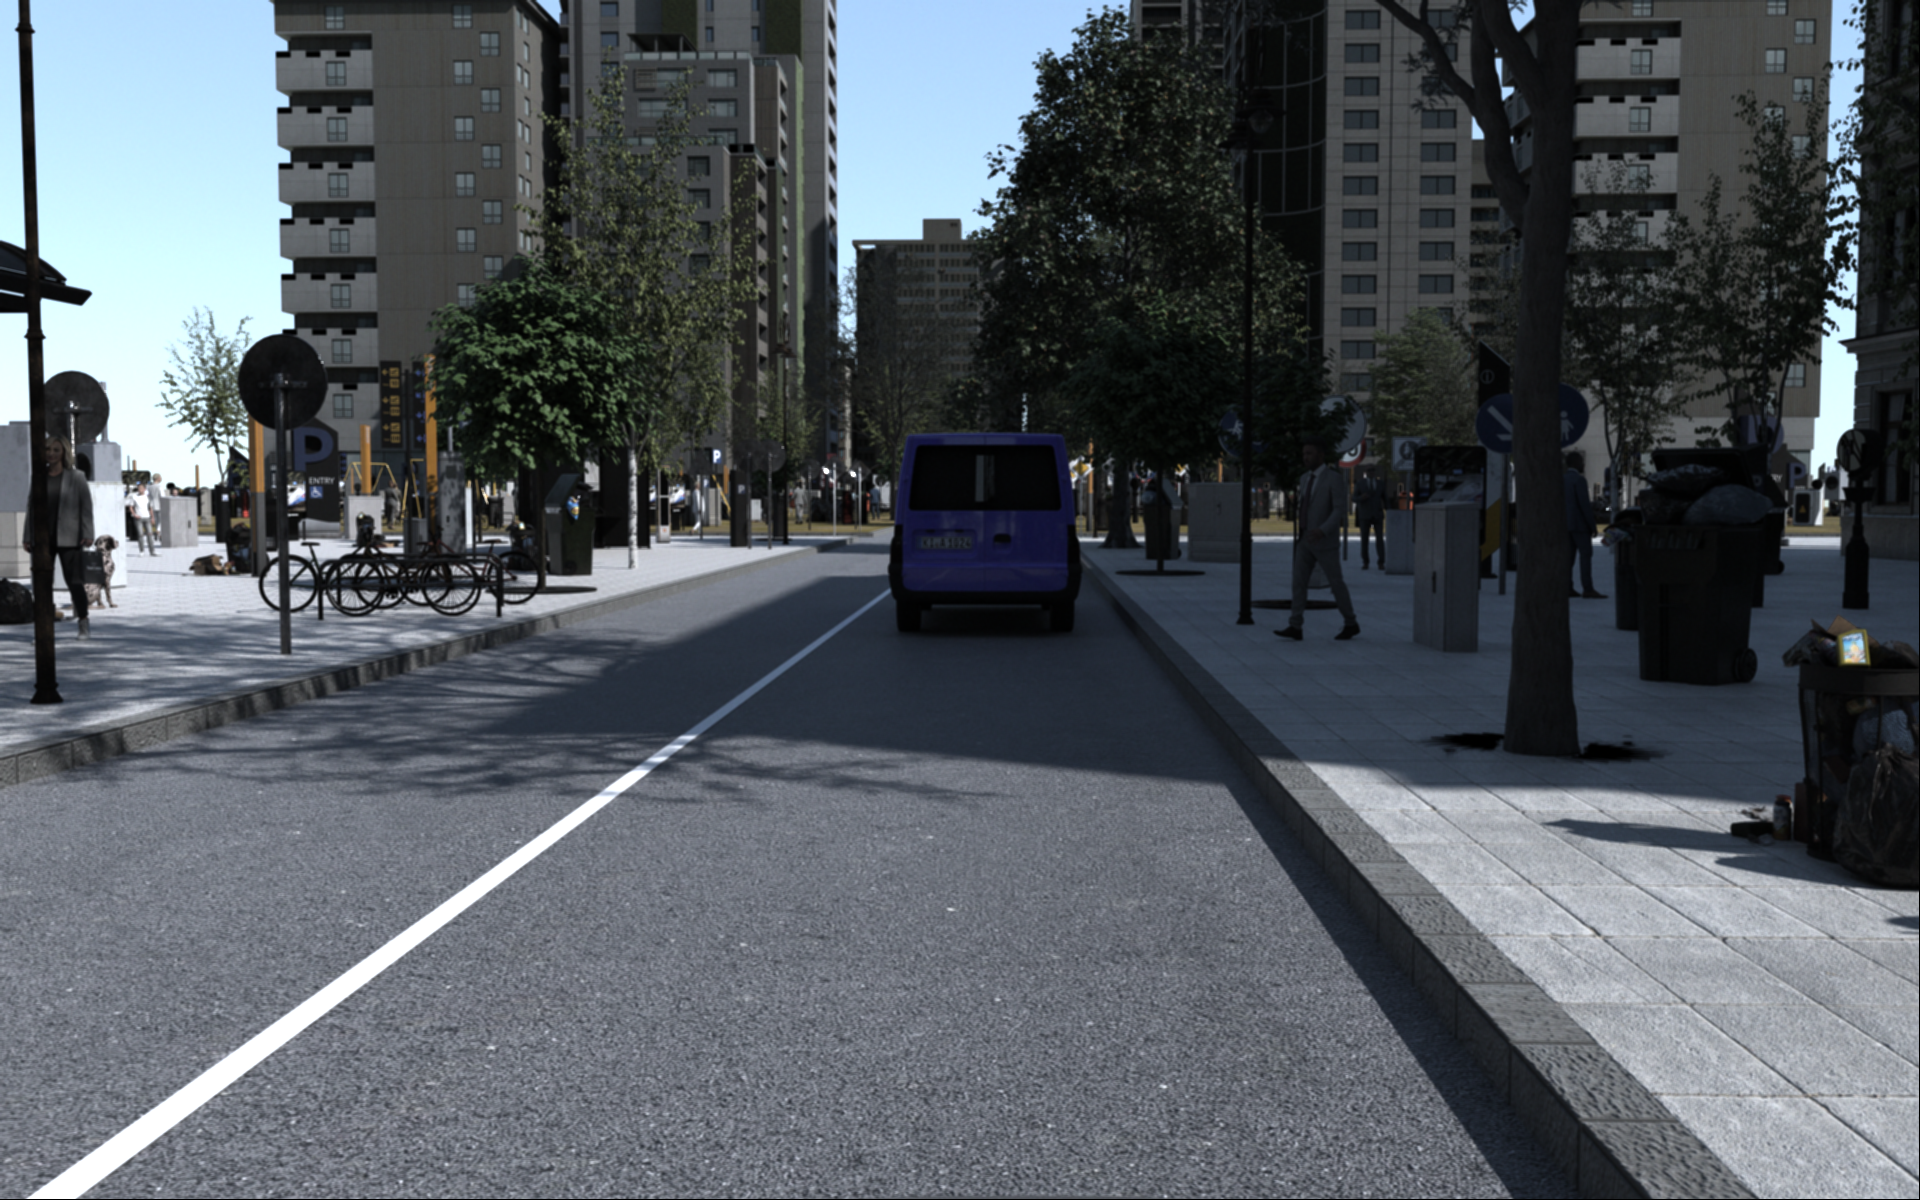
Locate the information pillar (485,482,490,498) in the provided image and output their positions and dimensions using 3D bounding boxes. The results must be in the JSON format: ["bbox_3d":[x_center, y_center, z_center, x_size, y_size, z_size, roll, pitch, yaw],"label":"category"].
[{"bbox_3d":[-34.169,-8.189,125.252,0.183,3.616,0.504,1,4,21],"label":"information pillar"}]

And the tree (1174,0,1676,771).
[{"bbox_3d":[2.816,-5.994,8.367,12.009,13.543,11.850,0,3,0],"label":"tree"}]

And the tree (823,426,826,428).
[{"bbox_3d":[-11.611,-10.443,121.100,4.360,8.622,3.978,0,3,0],"label":"tree"}]

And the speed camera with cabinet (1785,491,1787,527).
[{"bbox_3d":[30.632,-4.416,66.535,2.038,3.252,0.660,1,4,16],"label":"speed camera with cabinet"}]

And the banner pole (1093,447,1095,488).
[{"bbox_3d":[7.044,-6.228,91.839,0.401,3.779,0.863,3,4,38],"label":"banner pole"}]

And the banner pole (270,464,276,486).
[{"bbox_3d":[-49.654,-8.302,125.759,0.863,3.779,0.401,0,4,-3],"label":"banner pole"}]

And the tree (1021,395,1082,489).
[{"bbox_3d":[4.870,-7.801,77.904,4.360,8.622,3.978,0,3,0],"label":"tree"}]

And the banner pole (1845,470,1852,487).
[{"bbox_3d":[36.915,-5.006,71.857,0.401,3.779,0.863,0,3,0],"label":"banner pole"}]

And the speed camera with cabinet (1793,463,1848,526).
[{"bbox_3d":[34.326,-4.572,69.091,0.660,3.252,2.038,-2,4,-28],"label":"speed camera with cabinet"}]

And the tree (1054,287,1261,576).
[{"bbox_3d":[3.207,-2.696,27.788,4.285,4.588,4.351,0,3,0],"label":"tree"}]

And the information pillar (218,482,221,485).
[{"bbox_3d":[-45.584,-6.268,106.973,0.304,2.012,0.304,-3,4,-37],"label":"information pillar"}]

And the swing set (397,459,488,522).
[{"bbox_3d":[-23.314,-4.938,78.349,3.119,2.851,2.862,0,4,0],"label":"swing set"}]

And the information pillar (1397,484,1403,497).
[{"bbox_3d":[31.244,-7.248,122.995,0.304,2.012,0.304,0,4,1],"label":"information pillar"}]

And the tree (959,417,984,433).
[{"bbox_3d":[0.697,-15.952,195.221,7.601,10.594,8.767,-1,4,-21],"label":"tree"}]

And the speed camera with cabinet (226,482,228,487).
[{"bbox_3d":[-52.944,-7.965,124.568,2.038,3.252,0.660,1,4,13],"label":"speed camera with cabinet"}]

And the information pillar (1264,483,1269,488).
[{"bbox_3d":[20.527,-6.814,115.906,0.304,2.012,0.304,1,4,16],"label":"information pillar"}]

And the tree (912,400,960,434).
[{"bbox_3d":[-2.040,-11.089,131.662,4.360,8.622,3.978,0,3,0],"label":"tree"}]

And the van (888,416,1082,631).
[{"bbox_3d":[0.297,-0.939,19.737,2.240,2.365,5.245,0,4,1],"label":"van"}]

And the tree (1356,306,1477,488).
[{"bbox_3d":[27.697,-11.397,104.472,7.486,12.596,7.792,0,3,0],"label":"tree"}]

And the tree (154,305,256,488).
[{"bbox_3d":[-28.705,-7.139,67.093,4.737,8.622,4.395,0,3,0],"label":"tree"}]

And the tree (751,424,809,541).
[{"bbox_3d":[-5.253,-3.263,47.954,1.663,3.219,1.824,0,3,0],"label":"tree"}]

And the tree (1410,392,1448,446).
[{"bbox_3d":[32.093,-10.204,117.205,4.737,8.622,4.395,0,3,0],"label":"tree"}]

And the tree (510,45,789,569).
[{"bbox_3d":[-5.381,-4.844,29.563,4.737,8.622,4.395,0,3,0],"label":"tree"}]

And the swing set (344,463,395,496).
[{"bbox_3d":[-29.807,-5.506,87.640,2.862,2.851,3.119,1,4,15],"label":"swing set"}]

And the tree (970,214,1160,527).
[{"bbox_3d":[5.735,-9.109,67.055,7.486,12.596,7.792,0,3,0],"label":"tree"}]

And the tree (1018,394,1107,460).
[{"bbox_3d":[7.560,-11.093,115.781,8.767,10.594,7.601,1,4,18],"label":"tree"}]

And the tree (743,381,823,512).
[{"bbox_3d":[-11.263,-9.815,110.833,4.360,8.622,3.978,0,3,0],"label":"tree"}]

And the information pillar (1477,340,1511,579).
[{"bbox_3d":[8.076,-2.136,26.285,0.504,3.616,0.183,3,4,38],"label":"information pillar"}]

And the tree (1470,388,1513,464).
[{"bbox_3d":[31.094,-9.022,97.870,4.737,8.622,4.395,0,3,0],"label":"tree"}]

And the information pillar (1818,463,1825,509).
[{"bbox_3d":[63.805,-8.374,128.277,0.504,3.616,0.183,-1,4,-8],"label":"information pillar"}]

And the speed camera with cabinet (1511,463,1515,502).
[{"bbox_3d":[36.928,-7.371,114.858,0.660,3.252,2.038,-1,4,-22],"label":"speed camera with cabinet"}]

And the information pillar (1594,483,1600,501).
[{"bbox_3d":[43.895,-7.027,119.375,0.304,2.012,0.304,-1,4,-20],"label":"information pillar"}]

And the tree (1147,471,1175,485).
[{"bbox_3d":[9.494,-8.458,88.648,4.360,8.622,3.978,0,3,0],"label":"tree"}]

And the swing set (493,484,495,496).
[{"bbox_3d":[-29.480,-6.365,101.693,2.862,2.851,3.119,2,4,29],"label":"swing set"}]

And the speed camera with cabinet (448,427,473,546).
[{"bbox_3d":[-12.338,-2.914,41.987,0.660,3.252,2.038,0,4,-1],"label":"speed camera with cabinet"}]

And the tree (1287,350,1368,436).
[{"bbox_3d":[18.972,-8.462,88.721,4.360,8.622,3.978,0,3,0],"label":"tree"}]

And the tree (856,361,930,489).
[{"bbox_3d":[-3.456,-8.693,92.492,4.737,8.622,4.395,0,3,0],"label":"tree"}]

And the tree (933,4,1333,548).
[{"bbox_3d":[3.939,-7.574,40.842,9.611,12.733,9.660,0,3,0],"label":"tree"}]

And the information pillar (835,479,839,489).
[{"bbox_3d":[-8.771,-8.077,123.413,0.183,3.616,0.504,-3,5,-45],"label":"information pillar"}]

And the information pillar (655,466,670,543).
[{"bbox_3d":[-7.783,-2.499,45.343,0.304,2.012,0.304,-2,4,-27],"label":"information pillar"}]

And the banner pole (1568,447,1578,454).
[{"bbox_3d":[32.586,-6.244,92.113,0.401,3.779,0.863,-1,4,-20],"label":"banner pole"}]

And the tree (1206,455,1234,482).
[{"bbox_3d":[19.175,-10.927,129.023,4.360,8.622,3.978,0,3,0],"label":"tree"}]

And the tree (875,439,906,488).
[{"bbox_3d":[-3.208,-7.258,102.379,4.285,4.588,4.351,0,3,0],"label":"tree"}]

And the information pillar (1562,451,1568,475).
[{"bbox_3d":[32.843,-6.279,94.010,0.183,3.616,0.504,-3,5,-40],"label":"information pillar"}]

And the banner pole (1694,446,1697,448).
[{"bbox_3d":[38.551,-6.137,90.358,0.863,3.779,0.401,-1,4,-9],"label":"banner pole"}]

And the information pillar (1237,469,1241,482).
[{"bbox_3d":[21.317,-8.628,132.421,0.183,3.616,0.504,-2,4,-24],"label":"information pillar"}]

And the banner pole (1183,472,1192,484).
[{"bbox_3d":[11.876,-6.217,91.658,0.863,3.779,0.401,1,4,13],"label":"banner pole"}]

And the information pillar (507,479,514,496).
[{"bbox_3d":[-30.879,-7.808,119.015,0.504,3.616,0.183,-1,4,-23],"label":"information pillar"}]

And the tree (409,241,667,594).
[{"bbox_3d":[-5.608,-2.386,22.721,4.285,4.588,4.351,0,3,0],"label":"tree"}]

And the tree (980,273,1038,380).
[{"bbox_3d":[7.818,-16.965,133.267,12.611,20.169,13.585,0,3,0],"label":"tree"}]

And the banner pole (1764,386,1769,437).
[{"bbox_3d":[18.624,-3.065,40.124,0.401,3.779,0.863,2,4,26],"label":"banner pole"}]

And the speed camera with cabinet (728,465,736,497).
[{"bbox_3d":[-14.701,-7.541,117.635,2.038,3.252,0.660,-2,4,-28],"label":"speed camera with cabinet"}]

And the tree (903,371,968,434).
[{"bbox_3d":[-1.884,-14.771,159.635,7.486,12.596,7.792,0,3,0],"label":"tree"}]

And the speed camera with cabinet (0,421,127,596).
[{"bbox_3d":[-11.790,-1.733,22.678,0.660,3.252,2.038,0,4,6],"label":"speed camera with cabinet"}]

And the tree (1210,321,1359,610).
[{"bbox_3d":[3.669,-1.531,19.633,1.663,3.219,1.824,0,3,0],"label":"tree"}]

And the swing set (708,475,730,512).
[{"bbox_3d":[-15.297,-6.596,105.464,2.862,2.851,3.119,0,4,-7],"label":"swing set"}]

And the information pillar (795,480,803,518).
[{"bbox_3d":[-8.633,-5.406,92.881,0.304,2.012,0.304,-2,4,-32],"label":"information pillar"}]

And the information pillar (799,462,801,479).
[{"bbox_3d":[-10.920,-7.748,118.030,0.183,3.616,0.504,0,4,-2],"label":"information pillar"}]
